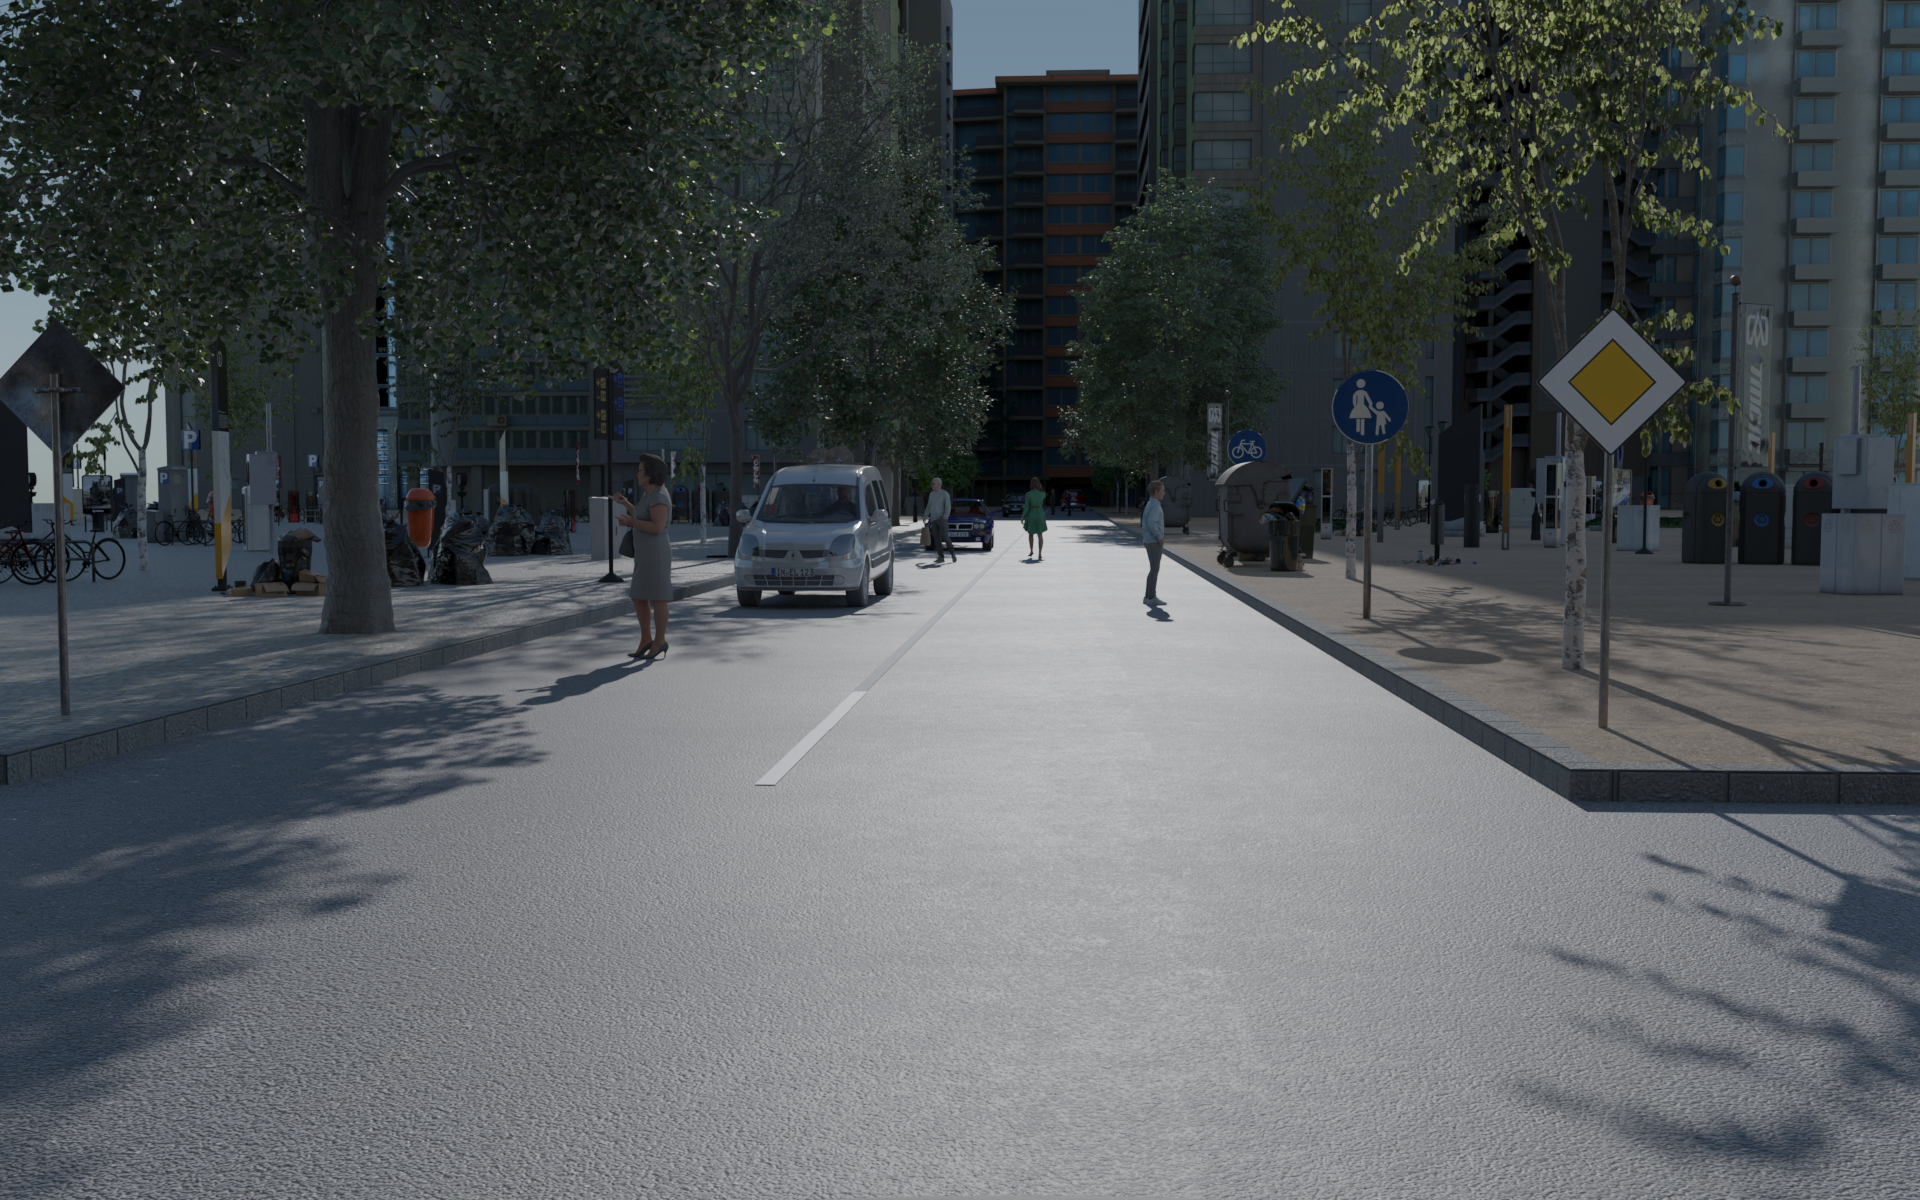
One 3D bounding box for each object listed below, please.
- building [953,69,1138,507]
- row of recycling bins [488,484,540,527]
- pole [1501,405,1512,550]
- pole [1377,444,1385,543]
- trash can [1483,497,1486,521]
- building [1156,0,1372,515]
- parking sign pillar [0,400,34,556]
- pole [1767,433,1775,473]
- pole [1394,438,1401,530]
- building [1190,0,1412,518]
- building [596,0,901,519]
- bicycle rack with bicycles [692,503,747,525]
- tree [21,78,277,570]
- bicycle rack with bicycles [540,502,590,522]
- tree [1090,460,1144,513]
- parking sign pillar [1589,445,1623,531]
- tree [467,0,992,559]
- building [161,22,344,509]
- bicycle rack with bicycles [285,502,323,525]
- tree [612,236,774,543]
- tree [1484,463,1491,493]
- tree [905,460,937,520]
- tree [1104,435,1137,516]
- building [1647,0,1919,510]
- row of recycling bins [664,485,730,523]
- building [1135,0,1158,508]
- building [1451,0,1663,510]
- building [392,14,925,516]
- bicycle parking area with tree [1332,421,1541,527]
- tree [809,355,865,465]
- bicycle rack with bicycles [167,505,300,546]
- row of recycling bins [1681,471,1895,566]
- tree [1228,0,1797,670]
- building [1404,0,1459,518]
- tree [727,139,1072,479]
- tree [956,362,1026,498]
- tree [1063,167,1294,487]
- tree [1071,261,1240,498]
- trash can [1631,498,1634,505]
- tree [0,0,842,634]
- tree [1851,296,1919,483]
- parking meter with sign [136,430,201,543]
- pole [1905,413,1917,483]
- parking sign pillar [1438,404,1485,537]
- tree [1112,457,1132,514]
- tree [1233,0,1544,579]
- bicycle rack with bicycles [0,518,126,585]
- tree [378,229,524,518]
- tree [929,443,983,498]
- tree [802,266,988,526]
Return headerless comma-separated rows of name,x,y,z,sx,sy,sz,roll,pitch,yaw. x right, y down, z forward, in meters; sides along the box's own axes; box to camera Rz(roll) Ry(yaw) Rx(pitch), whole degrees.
building,11.576,-32.248,181.871,28.867,44.769,22.147,0,4,3
row of recycling bins,-17.712,-3.785,69.003,1.069,1.692,3.534,1,4,11
pole,12.514,-2.800,39.630,0.158,3.312,0.155,0,3,0
pole,11.138,-3.179,45.823,0.158,3.312,0.155,0,3,0
trash can,25.019,-4.304,82.027,0.748,1.137,0.748,0,3,0
building,21.334,-27.106,126.780,14.154,41.232,14.086,0,4,3
parking sign pillar,-20.404,-2.938,36.507,1.447,3.967,1.447,3,5,41
pole,26.916,-3.895,57.518,0.158,3.312,0.155,0,3,0
pole,15.656,-4.164,61.926,0.158,3.312,0.155,0,3,0
building,20.497,-26.248,112.746,14.154,41.232,14.086,0,4,3
building,-10.844,-24.992,92.211,14.154,41.232,14.086,0,4,3
bicycle rack with bicycles,-10.034,-3.597,72.198,2.852,0.926,2.925,0,4,-2
tree,-13.770,-4.823,29.215,4.737,8.622,4.395,0,3,0
bicycle rack with bicycles,-18.034,-4.086,80.192,2.925,0.926,2.852,2,4,27
tree,10.977,-8.237,118.386,4.285,4.588,4.351,0,3,0
parking sign pillar,22.717,-4.392,60.285,1.447,3.967,1.447,2,4,32
tree,-4.472,-7.580,34.299,12.009,13.543,11.850,0,3,0
building,-60.759,-28.761,153.843,14.086,41.232,14.154,0,4,3
bicycle rack with bicycles,-31.578,-4.099,80.398,2.852,0.926,2.925,2,4,27
tree,-6.995,-5.808,45.316,4.737,8.622,4.395,0,3,0
tree,22.781,-4.996,76.286,1.663,3.219,1.824,0,3,0
tree,-1.999,-5.659,87.126,1.663,3.219,1.824,0,3,0
tree,9.515,-9.193,100.670,4.737,8.622,4.395,0,3,0
building,71.880,-31.912,141.366,30.456,49.044,23.786,0,4,3
row of recycling bins,-12.008,-4.272,76.955,3.534,1.692,1.069,-1,4,-13
building,25.906,-31.851,144.468,21.300,48.544,21.600,0,4,3
building,49.903,-30.452,147.996,14.200,45.320,14.600,0,4,3
building,-18.921,-25.681,111.764,32.217,40.220,23.993,0,4,3
bicycle parking area with tree,19.275,-5.124,70.783,9.016,4.147,8.231,1,4,23
tree,-5.214,-7.964,80.567,4.737,8.622,4.395,0,3,0
bicycle rack with bicycles,-18.770,-1.846,43.571,2.852,0.926,2.925,3,5,42
row of recycling bins,15.026,-1.490,31.467,3.534,1.692,1.069,2,4,26
tree,4.303,-3.790,12.327,4.360,8.622,3.978,0,3,0
building,19.837,-25.389,98.701,14.154,41.232,14.086,0,4,3
tree,-2.873,-8.454,55.225,9.611,12.733,9.660,0,3,0
tree,1.116,-11.303,119.214,7.601,10.594,8.767,0,4,8
tree,8.775,-9.946,69.272,9.857,13.997,8.962,0,3,0
tree,9.285,-10.176,83.378,9.611,12.733,9.660,0,3,0
trash can,27.270,-3.633,71.058,0.748,1.137,0.748,0,3,0
tree,-5.523,-6.675,15.793,9.857,13.997,8.962,0,3,0
tree,35.524,-7.025,65.215,4.737,8.622,4.395,0,3,0
parking meter with sign,-20.988,-3.048,46.095,0.543,3.016,1.738,1,4,14
pole,23.883,-3.040,43.541,0.158,3.312,0.155,0,3,0
parking sign pillar,15.159,-3.910,52.397,1.447,3.967,1.447,3,4,36
tree,10.357,-9.840,111.242,4.360,8.622,3.978,0,3,0
tree,6.117,-4.618,25.873,4.737,8.622,4.395,0,3,0
bicycle rack with bicycles,-13.630,-0.718,25.117,2.852,0.926,2.925,3,5,43
tree,-14.051,-5.948,47.609,4.360,8.622,3.978,0,3,0
tree,-0.223,-7.183,101.149,4.285,4.588,4.351,0,3,0
tree,-2.678,-8.754,68.884,9.928,11.665,9.643,0,3,0
